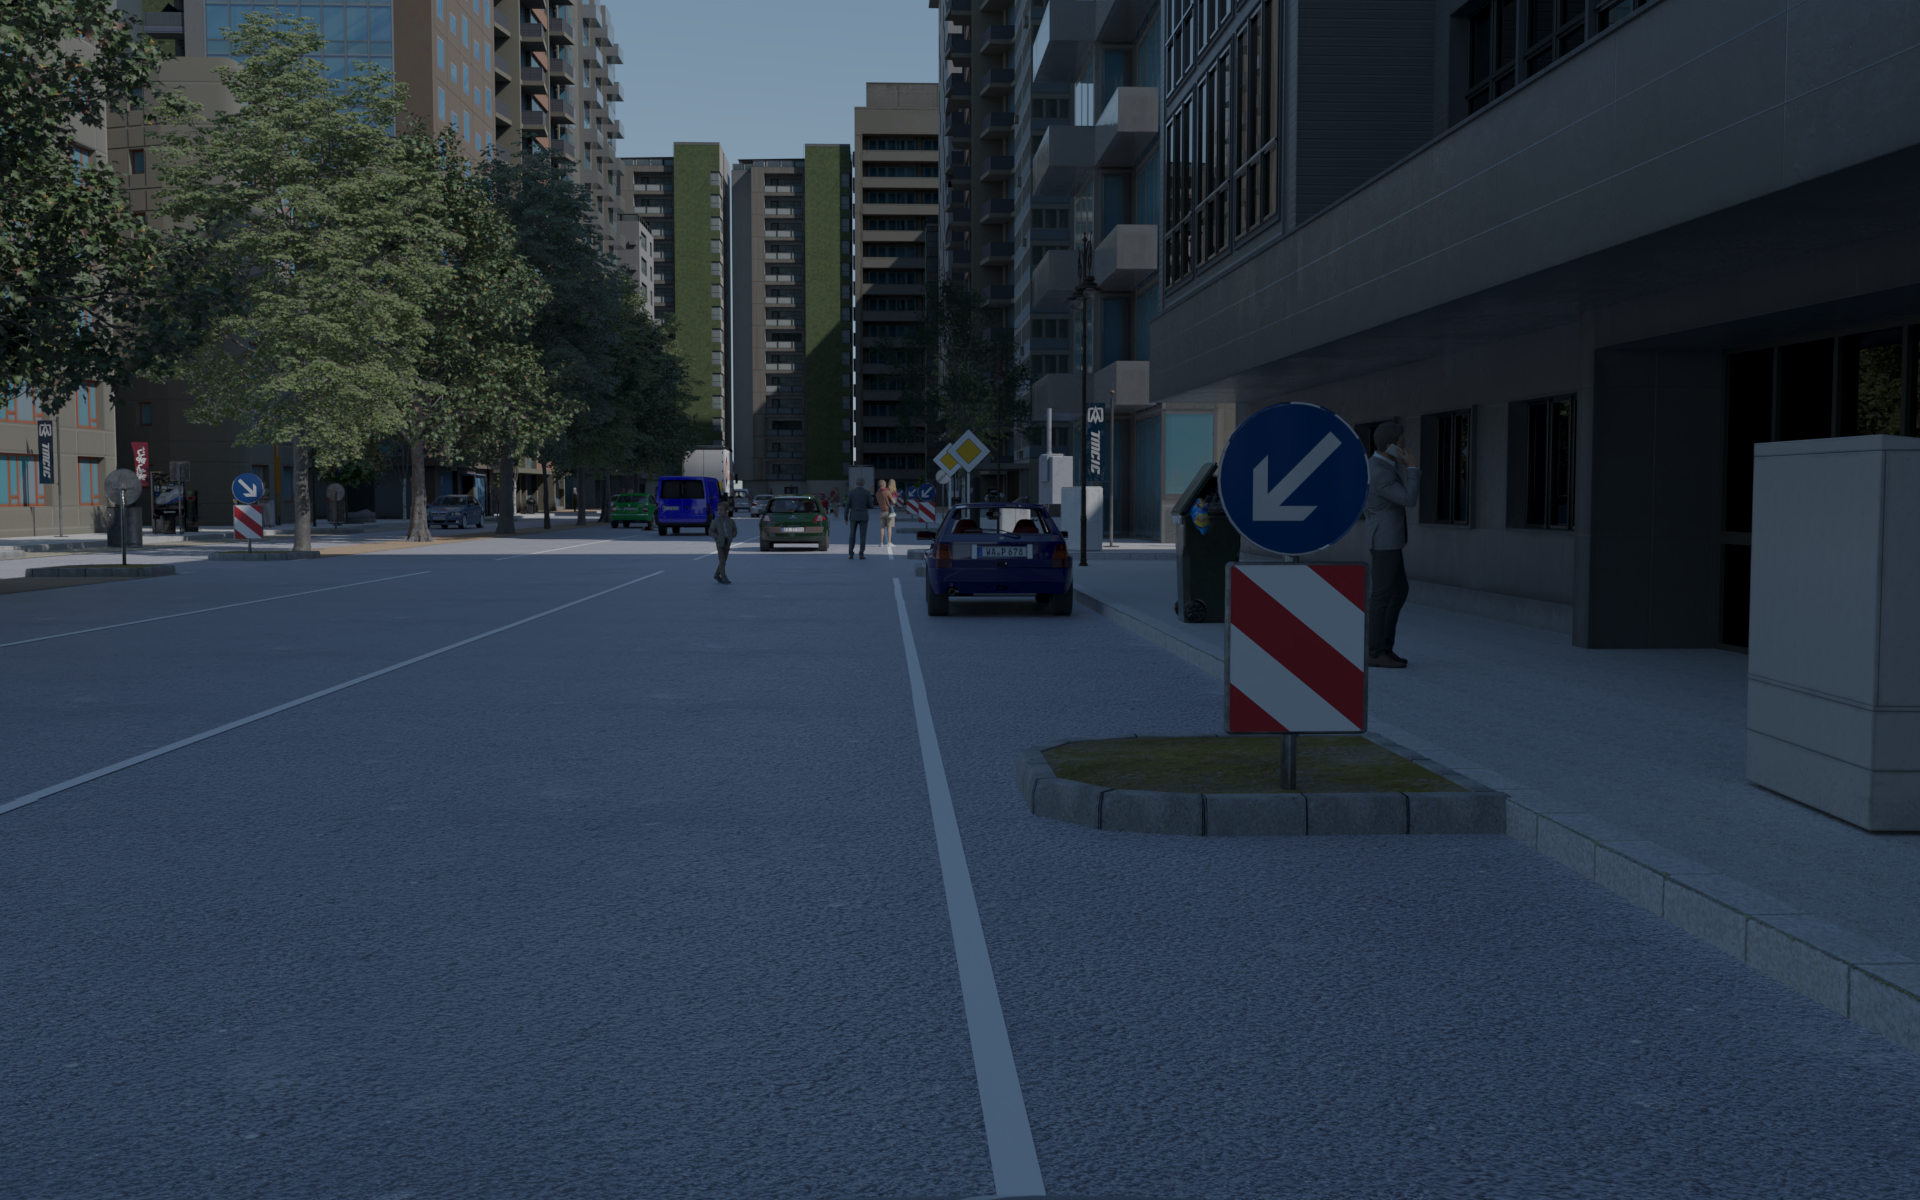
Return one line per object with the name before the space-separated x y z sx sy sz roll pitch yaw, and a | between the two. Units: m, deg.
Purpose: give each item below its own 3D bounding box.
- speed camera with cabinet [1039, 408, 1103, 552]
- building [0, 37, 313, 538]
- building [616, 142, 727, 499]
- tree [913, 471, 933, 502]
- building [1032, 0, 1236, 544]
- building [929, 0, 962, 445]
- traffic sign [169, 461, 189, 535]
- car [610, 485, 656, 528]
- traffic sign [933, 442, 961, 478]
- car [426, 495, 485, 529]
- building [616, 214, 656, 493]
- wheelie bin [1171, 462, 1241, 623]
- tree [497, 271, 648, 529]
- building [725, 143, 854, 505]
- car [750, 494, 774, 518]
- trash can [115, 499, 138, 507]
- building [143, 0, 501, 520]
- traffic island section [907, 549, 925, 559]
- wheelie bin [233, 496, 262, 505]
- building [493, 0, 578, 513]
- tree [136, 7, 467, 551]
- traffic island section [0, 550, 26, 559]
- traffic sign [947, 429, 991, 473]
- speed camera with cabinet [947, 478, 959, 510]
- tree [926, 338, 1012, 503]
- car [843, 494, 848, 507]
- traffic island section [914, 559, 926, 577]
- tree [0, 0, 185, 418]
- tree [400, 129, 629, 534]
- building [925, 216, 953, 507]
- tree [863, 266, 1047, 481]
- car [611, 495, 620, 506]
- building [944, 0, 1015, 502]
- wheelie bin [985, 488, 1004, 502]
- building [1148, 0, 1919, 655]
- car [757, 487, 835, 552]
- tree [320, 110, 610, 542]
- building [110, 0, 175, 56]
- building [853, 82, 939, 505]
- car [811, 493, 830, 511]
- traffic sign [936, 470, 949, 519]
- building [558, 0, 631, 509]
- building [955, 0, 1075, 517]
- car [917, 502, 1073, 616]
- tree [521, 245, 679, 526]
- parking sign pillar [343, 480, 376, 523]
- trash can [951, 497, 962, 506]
speed camera with cabinet | 2.518 -2.760 39.457 0.660 3.252 2.038 -2 4 -26
building | -42.369 -13.316 62.757 27.650 21.520 28.899 0 4 -3
building | -34.391 -31.825 203.936 14.086 41.232 14.154 0 4 -3
tree | -3.331 -9.365 147.718 1.663 3.219 1.824 0 3 0
building | 17.494 -26.537 53.486 30.456 49.044 23.786 0 4 -3
building | 11.851 -34.981 161.175 28.713 52.752 27.495 0 4 -3
traffic sign | -24.397 -3.183 54.166 0.606 2.300 0.079 0 4 0
car | -13.754 -3.987 73.983 1.959 1.807 4.718 0 4 -1
traffic sign | -0.203 -2.251 38.991 0.795 2.593 0.064 0 4 -3
car | -21.121 -3.685 72.256 2.014 1.417 4.499 0 4 -1
building | -39.186 -24.970 179.960 14.107 30.474 14.160 0 4 -3
wheelie bin | 2.505 -0.584 17.461 0.693 1.594 0.980 0 4 -1
tree | -16.813 -8.181 70.630 8.767 10.594 7.601 0 4 -3
building | -19.661 -31.885 204.918 14.086 41.232 14.154 0 4 -3
car | -11.739 -5.714 105.423 2.014 1.417 4.499 0 4 -1
trash can | -26.299 -2.628 54.613 0.748 1.137 0.748 0 3 0
building | -33.379 -27.062 92.583 14.600 45.320 14.200 0 4 -3
traffic island section | -0.180 -1.027 39.075 2.009 0.180 2.903 0 4 -3
wheelie bin | -26.046 -3.393 63.388 0.980 1.594 0.693 -3 4 -36
building | -40.298 -28.841 126.180 22.147 44.769 28.867 0 4 -3
tree | -15.720 -7.371 41.095 7.486 12.596 7.792 0 3 0
traffic island section | -21.997 -0.965 38.051 2.009 0.180 2.903 0 4 -3
traffic sign | 0.174 -1.763 31.015 0.795 2.593 0.064 0 4 -3
speed camera with cabinet | -0.380 -6.340 97.991 0.660 3.252 2.038 0 4 -3
tree | 0.370 -7.881 79.219 4.737 8.622 4.395 0 3 0
car | -11.770 -10.962 188.021 1.959 1.807 4.718 0 4 -2
traffic island section | 0.198 -0.539 31.099 2.009 0.180 2.903 0 4 -3
tree | -14.923 -6.312 22.666 9.611 12.733 9.660 0 3 0
tree | -16.223 -9.317 61.448 9.857 13.997 8.962 0 3 0
building | 3.308 -25.109 182.237 14.160 30.474 14.107 0 4 -3
tree | 0.174 -8.375 71.338 7.601 10.594 8.767 2 4 24
car | -21.607 -6.047 110.867 2.014 1.417 4.499 0 4 -1
building | 10.078 -29.269 133.175 22.147 44.769 28.867 0 4 -3
wheelie bin | 1.735 -4.813 86.599 0.980 1.594 0.693 0 4 -4
building | 10.895 -11.951 14.465 14.314 24.678 30.058 0 4 -3
car | -4.236 -2.130 44.611 2.009 1.686 4.222 0 4 -4
tree | -16.229 -8.085 51.660 9.611 12.733 9.660 0 3 0
building | -75.343 -38.677 174.373 28.212 58.520 21.231 0 4 -3
building | -1.958 -35.742 208.077 21.600 48.544 21.300 0 4 -3
car | -12.475 -8.756 152.206 2.155 1.783 4.494 0 4 -5
traffic sign | -0.878 -5.463 89.423 0.768 2.556 0.104 0 4 2
building | -42.498 -32.816 156.147 23.786 49.044 30.456 0 4 -3
building | 15.929 -25.050 101.448 32.217 40.220 23.993 0 4 -3
car | 0.430 -0.559 21.718 1.945 1.354 3.894 0 4 -2
tree | -17.206 -9.639 78.188 7.486 12.596 7.792 0 3 0
parking sign pillar | -27.226 -5.501 78.418 1.447 3.967 1.447 -3 4 -37
trash can | -0.191 -4.546 85.981 0.748 1.137 0.748 0 3 0
